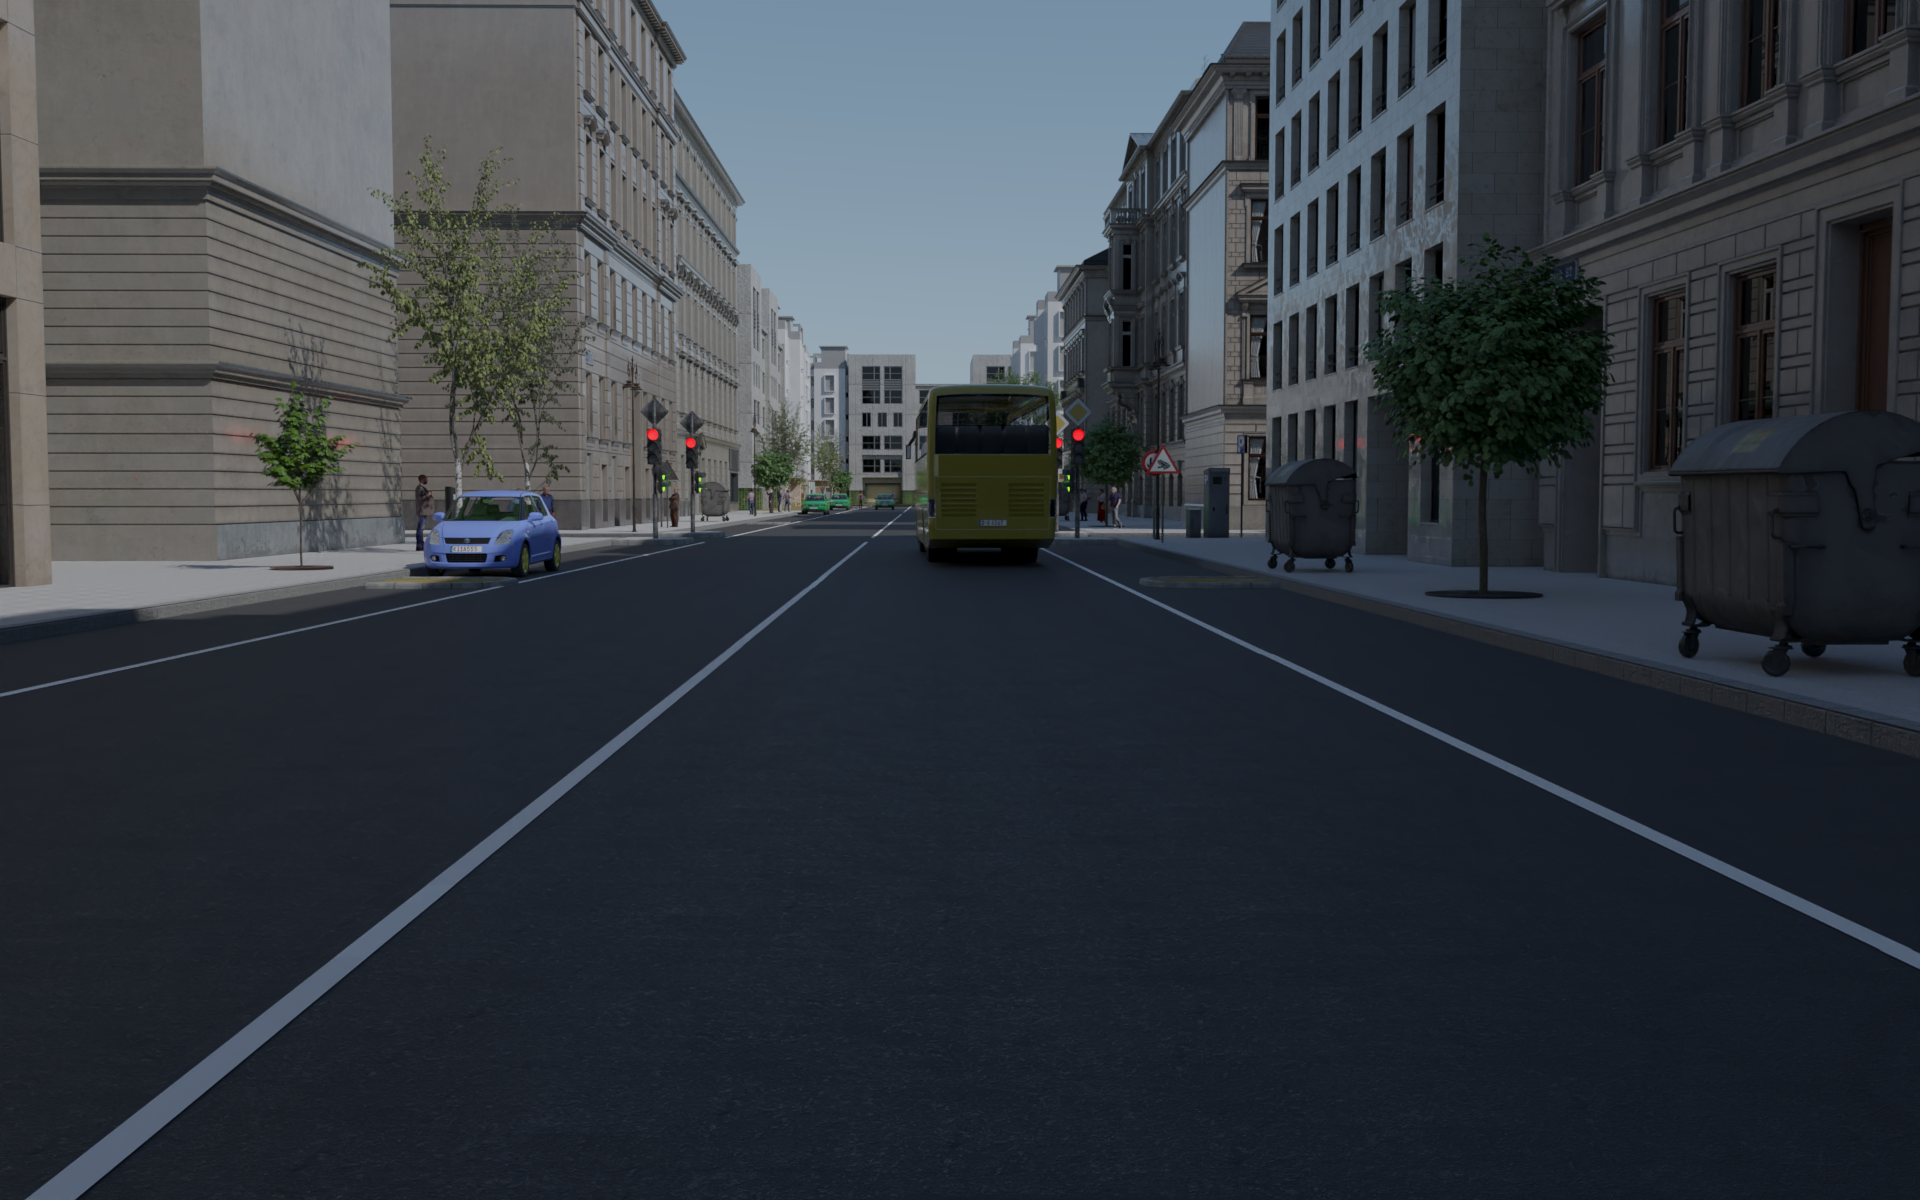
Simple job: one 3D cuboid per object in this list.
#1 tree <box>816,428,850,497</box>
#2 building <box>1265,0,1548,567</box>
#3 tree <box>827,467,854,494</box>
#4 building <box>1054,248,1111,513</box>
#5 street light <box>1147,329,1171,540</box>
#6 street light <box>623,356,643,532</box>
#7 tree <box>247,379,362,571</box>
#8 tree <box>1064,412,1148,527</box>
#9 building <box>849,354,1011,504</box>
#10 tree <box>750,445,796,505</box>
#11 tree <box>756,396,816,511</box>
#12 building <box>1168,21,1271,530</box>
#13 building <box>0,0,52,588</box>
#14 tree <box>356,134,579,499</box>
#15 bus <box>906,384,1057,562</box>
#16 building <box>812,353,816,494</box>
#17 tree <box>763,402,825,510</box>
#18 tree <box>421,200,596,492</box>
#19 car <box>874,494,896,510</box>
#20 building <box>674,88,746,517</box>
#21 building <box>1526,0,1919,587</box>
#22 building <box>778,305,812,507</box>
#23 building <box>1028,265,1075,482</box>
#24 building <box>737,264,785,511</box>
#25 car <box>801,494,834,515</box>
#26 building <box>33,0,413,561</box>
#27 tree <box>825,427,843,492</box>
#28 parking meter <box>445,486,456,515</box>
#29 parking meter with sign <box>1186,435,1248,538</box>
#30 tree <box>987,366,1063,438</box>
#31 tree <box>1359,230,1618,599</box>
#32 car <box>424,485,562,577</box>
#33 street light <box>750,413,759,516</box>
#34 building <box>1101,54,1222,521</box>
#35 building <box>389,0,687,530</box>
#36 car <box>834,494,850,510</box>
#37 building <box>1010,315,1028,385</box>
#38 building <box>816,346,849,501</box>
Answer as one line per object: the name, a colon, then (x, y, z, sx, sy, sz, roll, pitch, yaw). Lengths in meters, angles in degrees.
tree: (-14.163, -14.730, 191.195, 4.360, 8.622, 3.978, 0, 3, 0)
building: (13.678, -11.229, 38.343, 10.420, 20.320, 16.860, 0, 4, -1)
tree: (-13.772, -13.128, 198.349, 4.285, 4.588, 4.351, 0, 3, 0)
building: (12.675, -15.824, 123.347, 10.561, 19.102, 19.286, 0, 4, -1)
street light: (5.553, -4.630, 48.483, 0.468, 5.910, 1.993, 0, 4, -1)
street light: (-10.954, -5.217, 58.080, 0.468, 5.910, 1.993, 0, 4, -1)
tree: (-11.327, -2.134, 29.490, 1.663, 3.219, 1.824, 0, 3, 0)
tree: (5.865, -5.165, 68.163, 4.285, 4.588, 4.351, 0, 3, 0)
building: (1.513, -22.106, 227.885, 31.486, 18.905, 16.747, 0, 4, -1)
tree: (-12.518, -8.059, 115.486, 4.285, 4.588, 4.351, 0, 3, 0)
tree: (-13.225, -10.844, 127.656, 4.360, 8.622, 3.978, 0, 3, 0)
building: (18.258, -12.324, 66.117, 19.286, 19.102, 10.561, 0, 4, -1)
building: (-22.164, -12.362, 6.643, 19.350, 26.468, 34.151, 0, 4, -1)
tree: (-10.365, -5.267, 36.470, 4.737, 8.622, 4.395, 0, 3, 0)
bus: (0.325, -2.937, 39.570, 2.896, 3.916, 12.252, 0, 4, -3)
building: (-23.059, -20.914, 198.359, 11.380, 20.091, 16.016, 0, 4, -1)
tree: (-13.379, -11.338, 135.735, 4.737, 8.622, 4.395, 0, 3, 0)
tree: (-10.944, -5.674, 43.139, 4.360, 8.622, 3.978, 0, 3, 0)
car: (-6.838, -9.078, 157.222, 1.959, 1.807, 4.718, 0, 4, -3)
building: (-23.733, -20.209, 106.838, 17.030, 29.872, 44.131, 0, 4, -1)
building: (14.959, -11.173, 18.830, 11.583, 22.565, 21.152, 0, 4, -1)
building: (-24.236, -19.893, 181.668, 16.016, 20.091, 11.380, 0, 4, -1)
building: (14.462, -17.895, 149.003, 16.016, 20.091, 11.380, 0, 4, -1)
building: (-24.727, -17.277, 148.938, 16.747, 18.905, 31.486, 0, 4, -1)
car: (-10.036, -6.823, 120.344, 1.959, 1.807, 4.718, 0, 4, -1)
building: (-31.263, -13.441, 38.844, 34.723, 24.649, 14.460, 0, 4, -1)
tree: (-13.956, -13.923, 177.995, 4.737, 8.622, 4.395, 0, 3, 0)
parking meter: (-16.710, -2.964, 56.868, 0.372, 1.533, 0.369, 0, 3, 0)
parking meter with sign: (7.511, -3.337, 50.821, 1.738, 3.016, 0.543, -1, 4, -15)
tree: (4.830, -13.079, 139.588, 9.928, 11.665, 9.643, 0, 3, 0)
tree: (6.672, -2.329, 21.787, 4.285, 4.588, 4.351, 0, 3, 0)
car: (-8.313, -1.305, 30.925, 1.945, 1.707, 3.694, 0, 4, 0)
street light: (-11.777, -7.739, 99.319, 0.468, 5.910, 1.993, 0, 4, -1)
building: (15.252, -16.953, 96.268, 14.460, 24.649, 34.723, 0, 4, -1)
building: (-19.248, -16.828, 72.400, 12.463, 27.353, 25.104, 0, 4, -1)
car: (-10.621, -8.806, 152.771, 1.959, 1.807, 4.718, 0, 4, -2)
building: (13.596, -20.321, 188.663, 16.016, 20.091, 11.380, 0, 4, -1)
building: (-20.109, -22.677, 227.193, 11.380, 20.091, 16.016, 0, 4, -1)
